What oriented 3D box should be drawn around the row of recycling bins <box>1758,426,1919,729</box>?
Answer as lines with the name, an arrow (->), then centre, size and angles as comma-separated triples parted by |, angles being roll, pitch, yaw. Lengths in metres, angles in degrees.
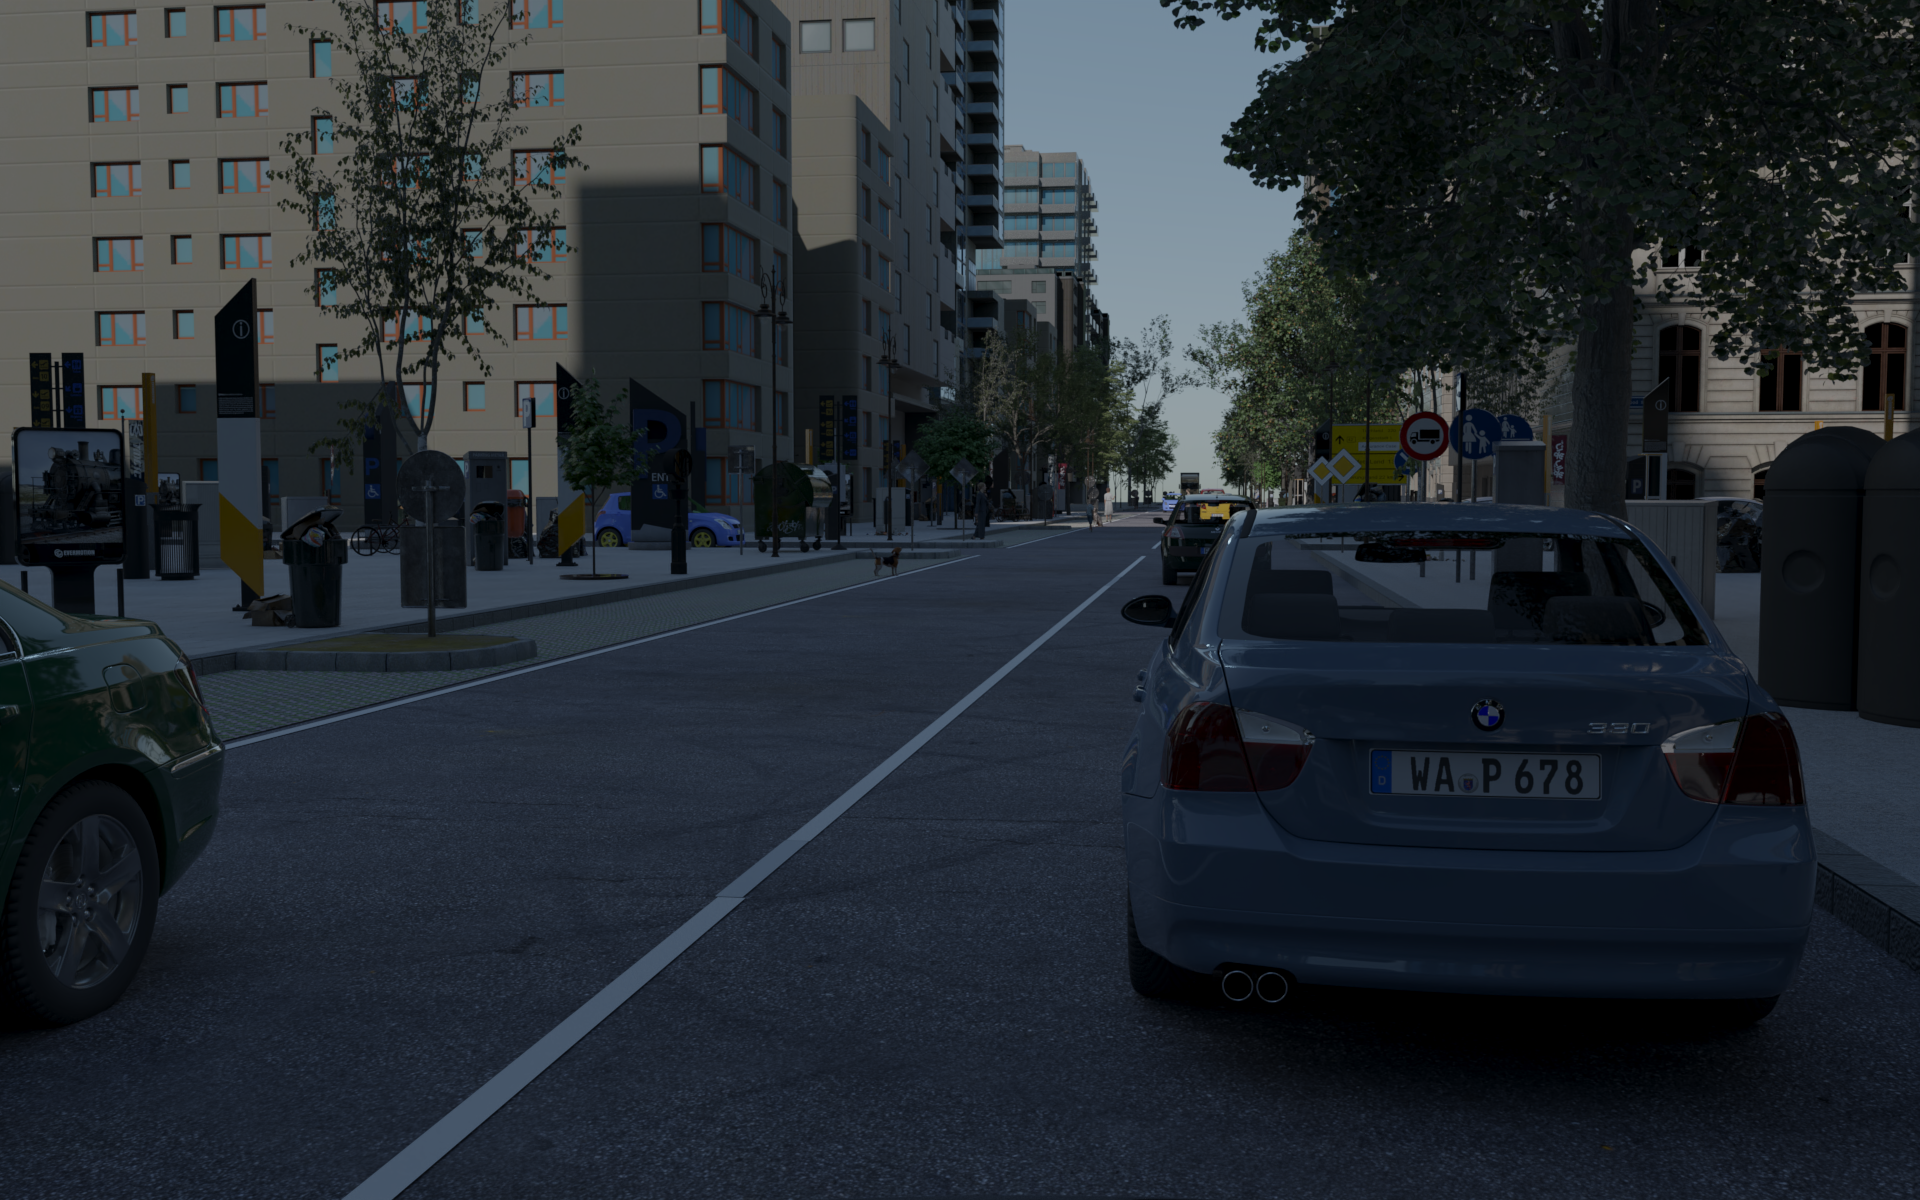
row of recycling bins -> 5.720, -0.132, 9.264 | 1.069, 1.692, 3.534 | -1, 4, -18

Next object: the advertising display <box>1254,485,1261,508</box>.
advertising display -> 20.421, -6.955, 118.927 | 0.123, 1.923, 0.974 | -1, 4, -10

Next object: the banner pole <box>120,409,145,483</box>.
banner pole -> -24.466, -3.742, 51.193 | 0.401, 3.779, 0.863 | 3, 5, 41

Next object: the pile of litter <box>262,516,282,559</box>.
pile of litter -> -13.689, -1.249, 34.379 | 1.719, 0.858, 1.176 | -3, 4, -37

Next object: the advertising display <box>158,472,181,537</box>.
advertising display -> -23.584, -2.822, 51.361 | 0.123, 1.923, 0.974 | 2, 4, 33

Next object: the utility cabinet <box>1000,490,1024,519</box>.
utility cabinet -> 2.660, -4.885, 88.540 | 1.173, 1.500, 0.318 | 0, 4, 1

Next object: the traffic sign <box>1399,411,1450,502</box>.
traffic sign -> 7.146, -1.625, 26.681 | 0.768, 2.556, 0.104 | 1, 4, 11

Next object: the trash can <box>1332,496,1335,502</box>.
trash can -> 23.122, -5.829, 106.964 | 0.748, 1.137, 0.748 | 0, 3, 0

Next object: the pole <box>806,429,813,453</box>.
pole -> -4.743, -3.712, 54.533 | 0.158, 3.312, 0.155 | 0, 3, 0

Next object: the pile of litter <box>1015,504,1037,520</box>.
pile of litter -> 3.083, -4.455, 86.804 | 1.719, 0.858, 1.176 | -1, 4, -13

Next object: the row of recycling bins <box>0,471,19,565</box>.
row of recycling bins -> -18.578, -1.467, 31.092 | 3.534, 1.692, 1.069 | -2, 4, -25

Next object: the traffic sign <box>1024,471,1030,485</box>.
traffic sign -> 3.594, -5.911, 96.753 | 0.768, 2.556, 0.104 | 1, 4, 12

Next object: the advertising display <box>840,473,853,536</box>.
advertising display -> -3.658, -2.937, 53.241 | 0.974, 1.923, 0.123 | 3, 5, 41

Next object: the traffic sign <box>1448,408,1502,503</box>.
traffic sign -> 7.654, -1.571, 25.791 | 0.768, 2.556, 0.104 | 1, 4, 13

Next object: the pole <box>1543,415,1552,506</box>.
pole -> 15.156, -3.115, 44.767 | 0.158, 3.312, 0.155 | 0, 3, 0

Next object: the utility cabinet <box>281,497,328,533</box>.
utility cabinet -> -15.475, -1.820, 40.913 | 0.306, 1.237, 1.020 | 3, 5, 42

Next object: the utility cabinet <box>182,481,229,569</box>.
utility cabinet -> -12.621, -1.281, 29.622 | 1.173, 1.500, 0.318 | -2, 4, -35

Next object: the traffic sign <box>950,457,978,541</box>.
traffic sign -> 0.102, -2.659, 47.122 | 0.795, 2.450, 0.064 | 1, 4, 8

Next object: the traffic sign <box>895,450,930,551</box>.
traffic sign -> -1.079, -2.176, 39.224 | 0.795, 2.450, 0.064 | 1, 4, 8

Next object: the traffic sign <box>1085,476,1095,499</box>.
traffic sign -> 9.109, -7.425, 121.504 | 0.768, 2.556, 0.104 | 1, 4, 13

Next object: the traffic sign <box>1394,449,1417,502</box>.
traffic sign -> 12.052, -2.843, 46.591 | 0.768, 2.556, 0.104 | 1, 4, 11

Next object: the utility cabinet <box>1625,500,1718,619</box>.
utility cabinet -> 7.303, -0.419, 18.016 | 0.306, 1.237, 1.020 | -3, 5, -40

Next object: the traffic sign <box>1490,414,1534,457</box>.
traffic sign -> 8.727, -1.684, 27.636 | 0.768, 2.556, 0.104 | 1, 4, 12

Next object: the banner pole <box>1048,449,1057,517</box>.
banner pole -> 5.162, -6.493, 96.175 | 0.401, 3.779, 0.863 | -3, 5, -42

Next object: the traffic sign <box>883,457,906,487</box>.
traffic sign -> -2.250, -3.672, 60.045 | 0.884, 2.594, 0.081 | 1, 4, 15

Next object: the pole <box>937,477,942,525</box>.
pole -> -0.849, -4.725, 71.091 | 0.158, 3.312, 0.155 | 0, 3, 0

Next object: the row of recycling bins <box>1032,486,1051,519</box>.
row of recycling bins -> 4.304, -5.146, 91.243 | 1.069, 1.692, 3.534 | 0, 4, 4

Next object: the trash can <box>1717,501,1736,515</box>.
trash can -> 16.050, -1.537, 36.776 | 0.748, 1.137, 0.748 | 0, 3, 0

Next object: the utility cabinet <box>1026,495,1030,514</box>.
utility cabinet -> 4.061, -5.137, 95.153 | 1.020, 1.237, 0.306 | -2, 4, -25

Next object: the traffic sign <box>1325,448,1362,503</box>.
traffic sign -> 8.357, -2.089, 37.797 | 0.795, 2.450, 0.064 | 1, 4, 8

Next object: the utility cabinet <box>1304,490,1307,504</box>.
utility cabinet -> 19.750, -5.427, 97.408 | 0.318, 1.500, 1.173 | 3, 4, 37

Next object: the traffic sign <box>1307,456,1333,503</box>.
traffic sign -> 9.539, -2.572, 45.695 | 0.795, 2.450, 0.064 | 1, 4, 8

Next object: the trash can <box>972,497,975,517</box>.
trash can -> 1.018, -5.193, 96.551 | 0.748, 1.137, 0.748 | 0, 3, 0

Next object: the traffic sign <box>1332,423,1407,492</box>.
traffic sign -> 11.852, -3.439, 50.098 | 2.265, 3.308, 0.079 | 1, 4, 18

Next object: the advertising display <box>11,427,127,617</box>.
advertising display -> -8.649, -0.712, 16.850 | 0.974, 1.923, 0.123 | -3, 4, -39

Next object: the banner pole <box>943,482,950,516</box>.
banner pole -> -1.010, -6.943, 103.542 | 0.863, 3.779, 0.401 | 1, 4, 21

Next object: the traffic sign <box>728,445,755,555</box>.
traffic sign -> -4.597, -2.095, 36.380 | 0.606, 2.300, 0.079 | 1, 4, 16

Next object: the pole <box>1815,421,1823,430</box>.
pole -> 23.870, -3.326, 48.226 | 0.158, 3.312, 0.155 | 0, 3, 0

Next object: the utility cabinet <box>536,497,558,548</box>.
utility cabinet -> -9.478, -1.818, 40.880 | 1.020, 1.237, 0.306 | -1, 4, -15

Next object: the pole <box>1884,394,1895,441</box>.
pole -> 18.947, -2.541, 35.394 | 0.158, 3.312, 0.155 | 0, 3, 0

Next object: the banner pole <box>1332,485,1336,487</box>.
banner pole -> 14.278, -4.649, 66.032 | 0.401, 3.779, 0.863 | -1, 4, -20

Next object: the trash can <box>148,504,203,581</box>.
trash can -> -11.692, -0.868, 25.851 | 0.748, 1.137, 0.748 | 0, 3, 0

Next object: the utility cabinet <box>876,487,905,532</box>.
utility cabinet -> -2.328, -3.009, 57.872 | 0.318, 1.500, 1.173 | 3, 4, 38

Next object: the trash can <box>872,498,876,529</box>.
trash can -> -2.887, -3.185, 63.733 | 0.748, 1.137, 0.748 | 0, 3, 0

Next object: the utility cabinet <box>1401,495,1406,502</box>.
utility cabinet -> 21.085, -4.342, 82.159 | 0.306, 1.237, 1.020 | -2, 4, -27

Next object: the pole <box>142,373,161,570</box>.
pole -> -13.630, -2.162, 29.189 | 0.158, 3.312, 0.155 | 0, 3, 0

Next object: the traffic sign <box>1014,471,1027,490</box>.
traffic sign -> 3.368, -5.890, 96.408 | 0.768, 2.556, 0.104 | 1, 4, 15

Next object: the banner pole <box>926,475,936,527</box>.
banner pole -> -1.207, -4.810, 68.658 | 0.401, 3.779, 0.863 | -1, 4, -22
